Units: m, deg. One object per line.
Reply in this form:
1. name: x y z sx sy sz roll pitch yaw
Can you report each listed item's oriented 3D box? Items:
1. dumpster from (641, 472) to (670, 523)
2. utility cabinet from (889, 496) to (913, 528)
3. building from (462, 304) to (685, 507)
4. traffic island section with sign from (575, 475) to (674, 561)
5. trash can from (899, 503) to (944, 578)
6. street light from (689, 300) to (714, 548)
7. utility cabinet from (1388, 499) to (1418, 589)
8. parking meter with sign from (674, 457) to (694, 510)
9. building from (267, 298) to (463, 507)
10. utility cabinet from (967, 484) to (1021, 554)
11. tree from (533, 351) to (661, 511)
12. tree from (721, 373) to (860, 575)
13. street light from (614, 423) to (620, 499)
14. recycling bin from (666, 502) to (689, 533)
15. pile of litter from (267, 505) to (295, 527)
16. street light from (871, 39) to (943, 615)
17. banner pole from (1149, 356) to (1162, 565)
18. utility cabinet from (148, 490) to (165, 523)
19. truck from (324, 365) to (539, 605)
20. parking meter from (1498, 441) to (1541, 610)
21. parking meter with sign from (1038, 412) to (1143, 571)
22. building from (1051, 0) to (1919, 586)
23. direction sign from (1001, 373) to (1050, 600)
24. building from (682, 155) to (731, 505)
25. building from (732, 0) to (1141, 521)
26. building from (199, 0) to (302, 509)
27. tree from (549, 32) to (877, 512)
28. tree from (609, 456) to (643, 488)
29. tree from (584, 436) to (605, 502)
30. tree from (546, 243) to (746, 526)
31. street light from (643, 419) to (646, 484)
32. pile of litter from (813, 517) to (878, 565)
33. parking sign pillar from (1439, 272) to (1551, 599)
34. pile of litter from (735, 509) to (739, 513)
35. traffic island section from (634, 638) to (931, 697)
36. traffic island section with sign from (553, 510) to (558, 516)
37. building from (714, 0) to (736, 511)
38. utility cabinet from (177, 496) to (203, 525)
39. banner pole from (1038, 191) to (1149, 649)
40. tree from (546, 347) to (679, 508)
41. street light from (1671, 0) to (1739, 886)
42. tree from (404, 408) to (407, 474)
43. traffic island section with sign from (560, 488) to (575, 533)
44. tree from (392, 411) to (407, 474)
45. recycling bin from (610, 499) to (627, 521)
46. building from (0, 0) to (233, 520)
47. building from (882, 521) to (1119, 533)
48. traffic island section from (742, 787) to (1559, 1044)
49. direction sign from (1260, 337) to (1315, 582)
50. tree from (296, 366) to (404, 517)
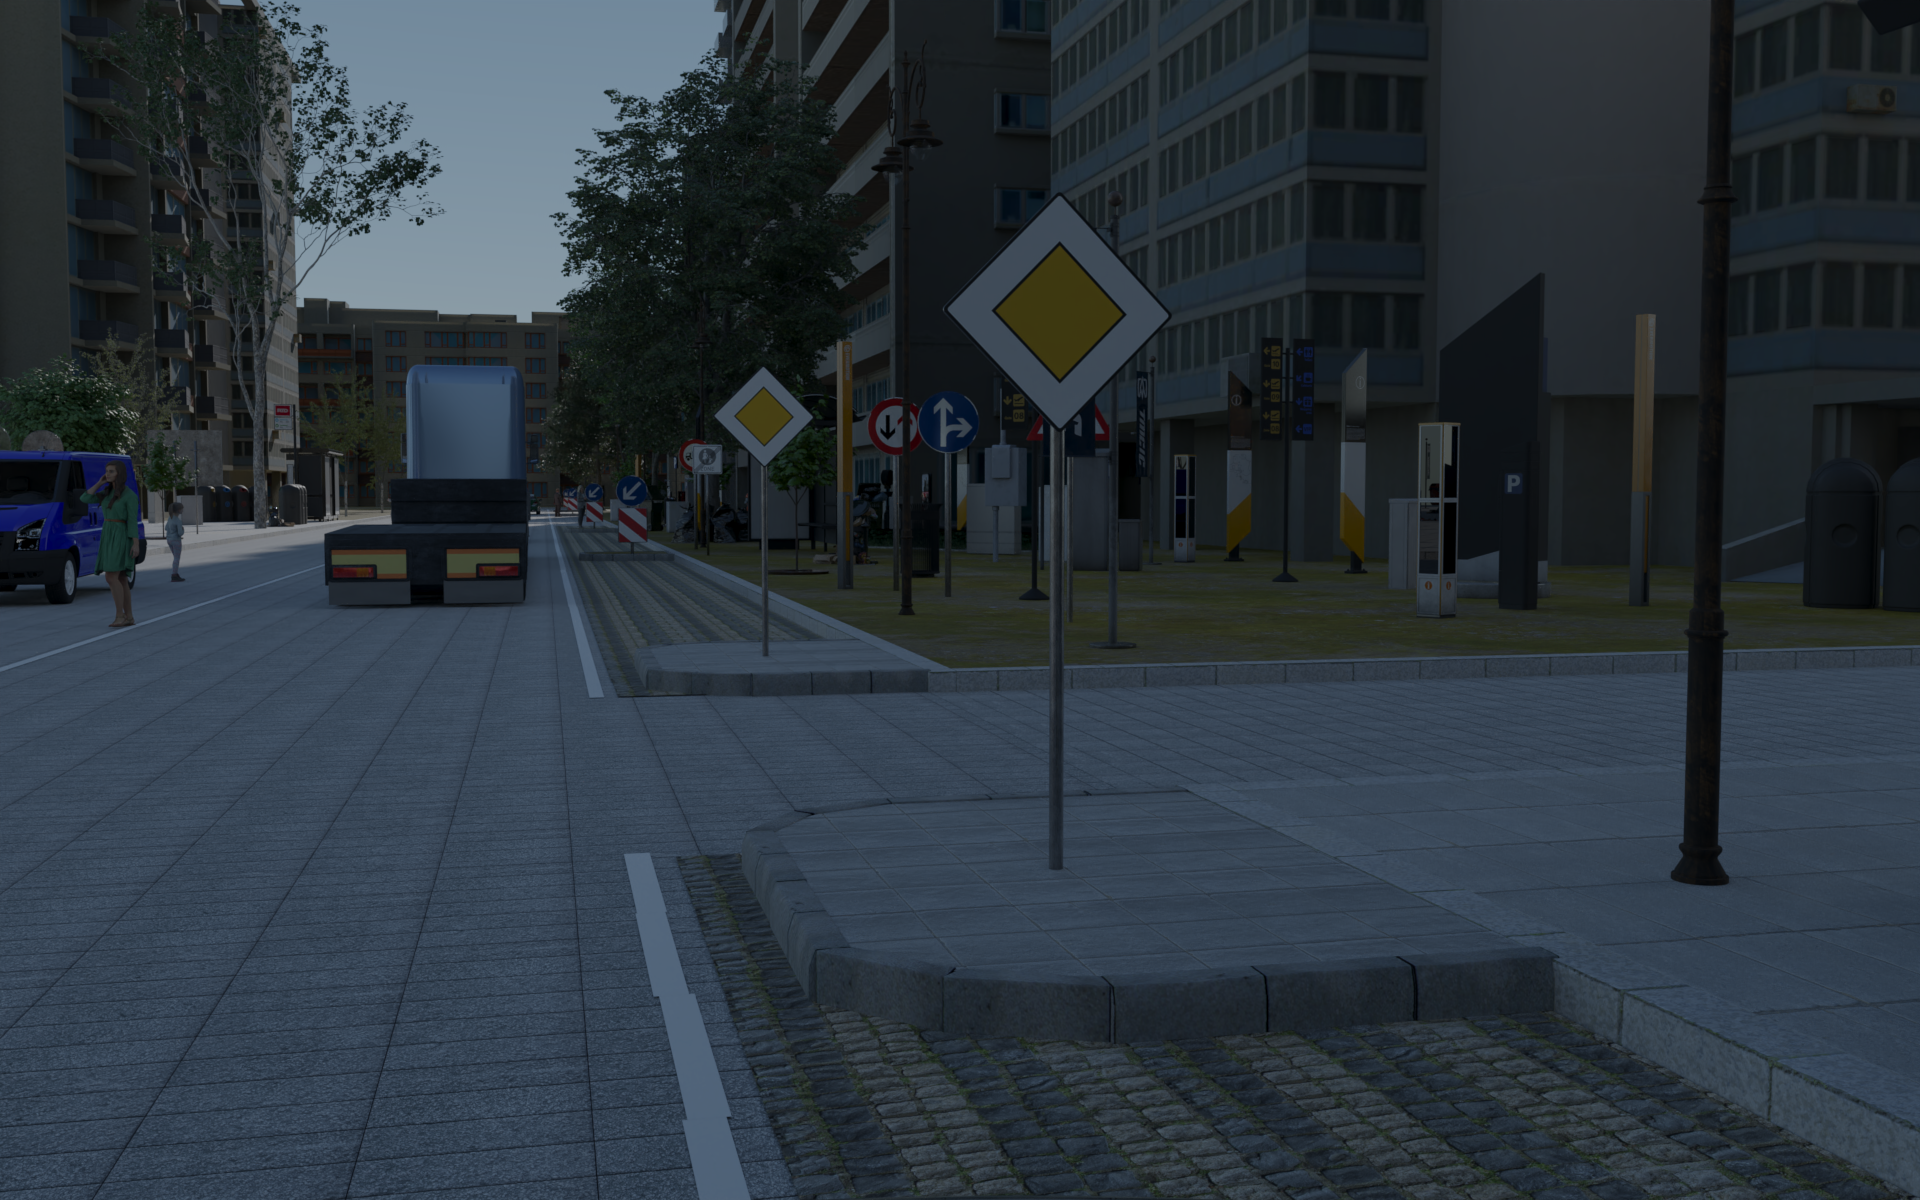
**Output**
1. dumpster: -13.567 -4.509 76.210 1.502 2.255 1.985 -1 4 -14
2. utility cabinet: -1.696 -2.369 49.889 0.306 1.237 1.020 2 4 23
3. building: -38.528 -21.101 190.044 28.899 21.520 27.650 -1 4 -13
4. traffic island section with sign: -7.269 -1.774 37.637 1.989 1.847 2.006 -1 4 -13
5. trash can: -0.618 -0.920 26.693 0.748 1.137 0.748 0 3 0
6. street light: -6.147 -4.190 41.289 0.468 5.910 1.993 -1 4 -13
7. utility cabinet: 6.218 -0.772 23.782 0.306 1.237 1.020 3 4 36
8. parking meter with sign: -12.560 -5.223 81.660 1.738 3.016 0.543 -1 4 -22
9. building: -66.836 -20.742 184.177 28.899 21.520 27.650 -1 4 -13
10. utility cabinet: 0.723 -1.715 36.720 1.173 1.500 0.318 2 4 31
11. tree: -27.610 -13.137 131.793 9.611 12.733 9.660 0 3 0
12. tree: -2.628 -2.022 27.665 1.663 3.219 1.824 0 3 0
13. street light: -17.146 -6.972 86.780 0.468 5.910 1.993 -1 4 -13
14. recycling bin: -9.383 -2.759 57.671 0.722 1.027 0.722 -1 4 -14
15. pile of litter: -26.733 -3.307 68.031 1.176 0.858 1.719 -1 4 -20
16. street light: -0.566 -2.779 18.225 0.468 5.910 1.993 -1 4 -13
17. banner pole: 3.357 -2.523 31.261 0.401 3.779 0.863 2 4 33
18. utility cabinet: -35.112 -4.094 75.616 0.318 1.500 1.173 0 4 -6
19. truck: -8.949 -2.505 30.708 2.967 4.110 18.799 -1 4 -14
20. parking meter: 6.217 -0.830 19.287 0.255 1.863 0.399 -3 4 -38
21. parking meter with sign: 2.185 -2.001 28.978 1.738 3.016 0.543 1 4 15
22. building: 16.048 -21.276 39.742 23.993 40.220 32.217 -1 4 -13
23. direction sign: 0.905 -1.771 20.957 0.876 3.537 0.379 2 4 25
24. building: -17.046 -23.134 149.944 14.160 30.474 14.107 -1 4 -13
25. building: -1.761 -29.343 103.466 21.300 48.544 21.600 -1 4 -13
26. building: -62.608 -26.728 128.885 23.993 40.220 32.217 -1 4 -13
27. tree: -7.199 -8.722 49.262 9.857 13.997 8.962 0 3 0
28. tree: -15.176 -5.157 78.924 1.663 3.219 1.824 0 3 0
29. tree: -31.939 -12.229 150.301 4.360 8.622 3.978 0 3 0
30. tree: -12.286 -8.841 70.305 9.928 11.665 9.643 0 3 0
31. street light: -11.680 -5.582 64.058 0.468 5.910 1.993 -1 4 -13
32. pile of litter: -2.123 -1.097 31.898 1.176 0.858 1.719 -1 4 -13
33. parking sign pillar: 6.693 -2.034 21.725 1.447 3.967 1.447 3 5 41
34. pile of litter: -7.040 -2.432 53.723 1.176 0.858 1.719 -1 4 -16
35. traffic island section: -1.520 0.524 13.715 2.009 0.180 2.903 -1 4 -13
36. traffic island section with sign: -25.321 -6.363 112.659 1.989 1.847 2.006 -1 4 -13
37. building: -6.299 -31.160 129.080 23.786 49.044 30.456 -1 4 -13
38. utility cabinet: -31.782 -3.689 71.473 0.306 1.237 1.020 2 4 28
39. banner pole: 1.059 -1.488 14.351 0.863 3.779 0.401 -1 4 -16
40. tree: -19.726 -10.233 101.723 7.601 10.594 8.767 2 4 29
41. street light: 2.459 -2.006 5.578 0.468 5.910 1.993 -1 4 -13
42. tree: -38.903 -10.178 116.780 4.737 8.622 4.395 0 3 0
43. traffic island section with sign: -13.773 -3.423 64.599 1.989 1.847 2.006 -1 4 -13
44. tree: -46.382 -12.052 147.406 4.360 8.622 3.978 0 3 0
45. recycling bin: -16.080 -4.223 81.599 0.722 1.027 0.722 0 4 -7
46. building: -52.969 -26.858 93.759 22.147 44.769 28.867 -1 4 -13
47. building: 5.841 -27.096 66.721 21.300 48.544 21.600 -1 4 -13
48. traffic island section: 0.347 0.999 5.951 2.009 0.180 2.903 -1 4 -13
49. direction sign: 4.761 -2.034 25.250 0.876 3.537 0.379 -1 4 -20
50. tree: -35.351 -9.084 98.890 4.737 8.622 4.395 0 3 0
